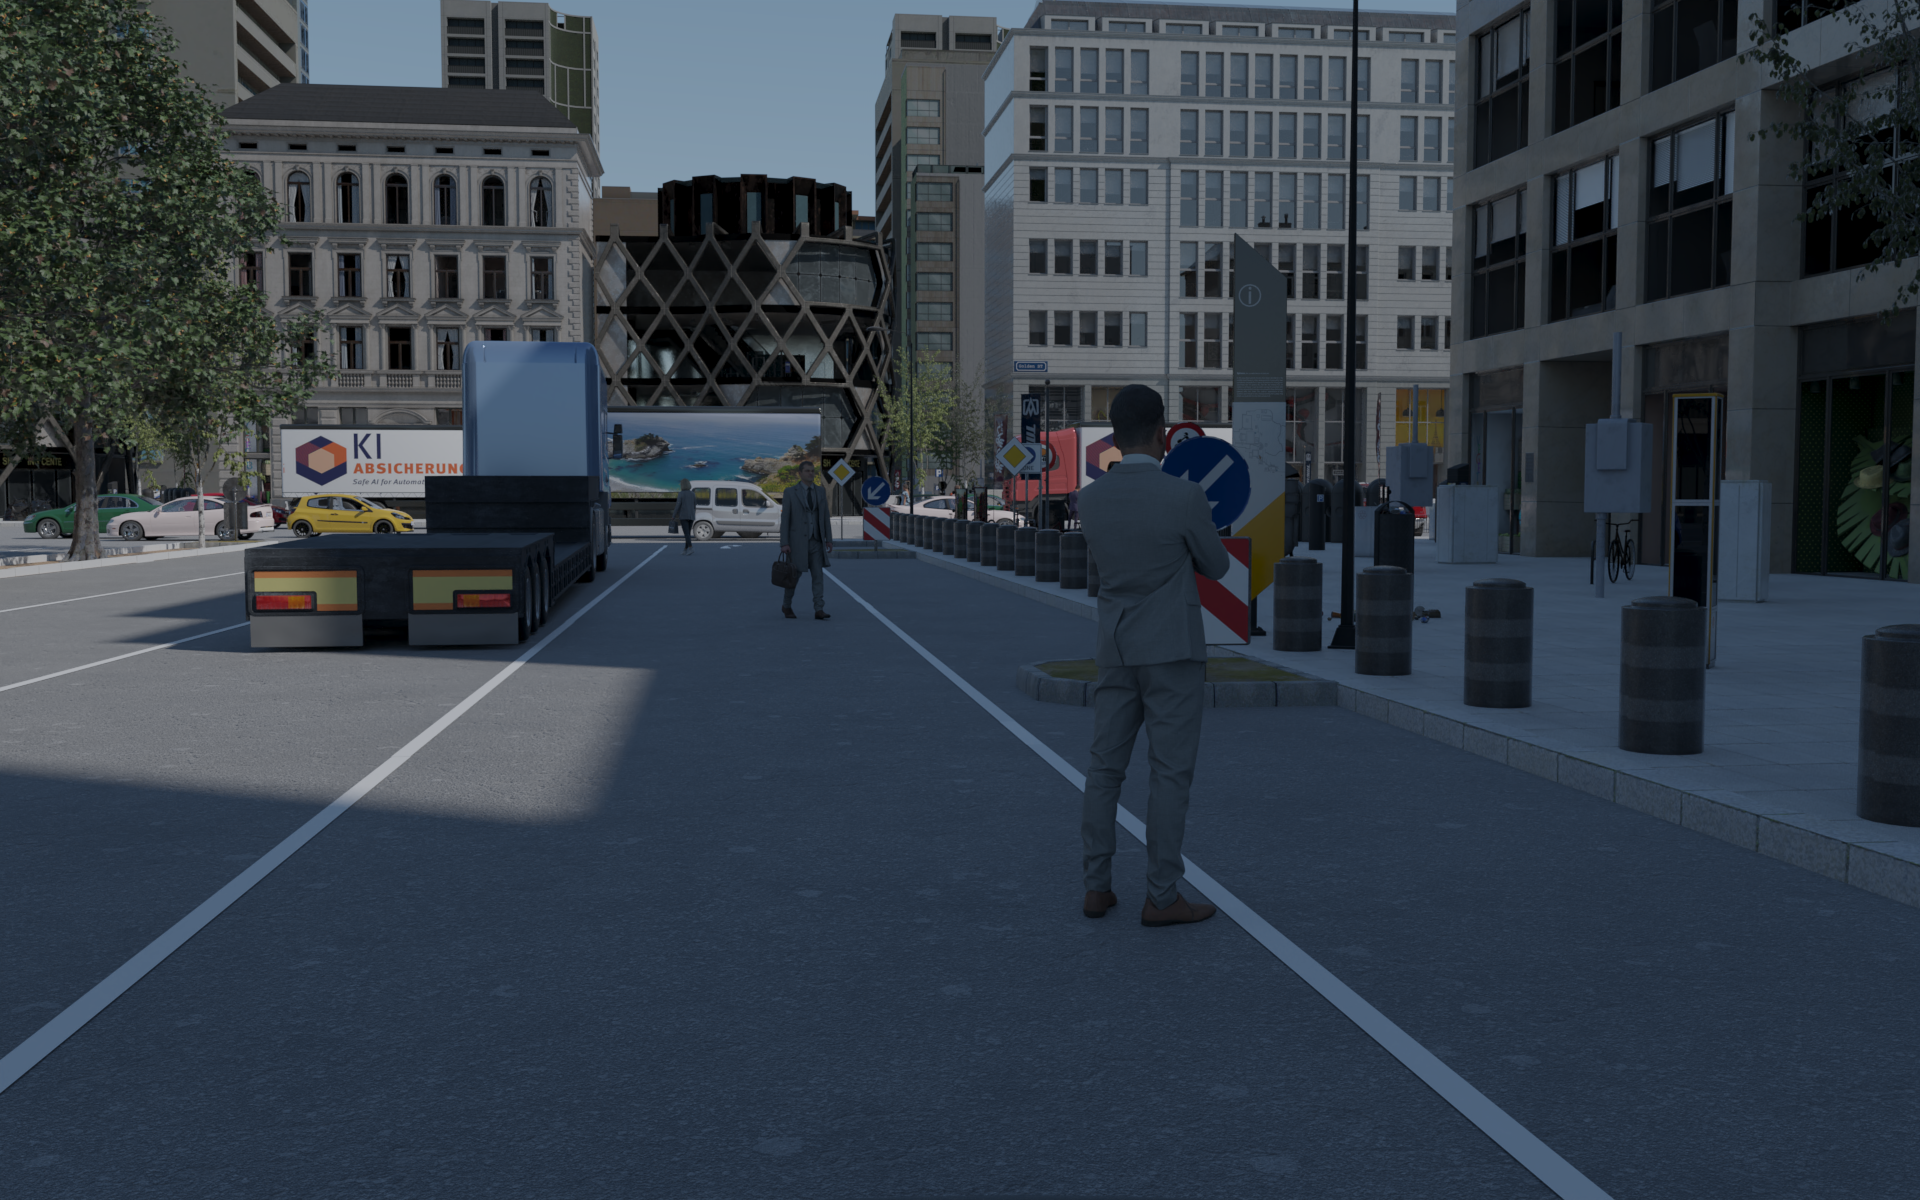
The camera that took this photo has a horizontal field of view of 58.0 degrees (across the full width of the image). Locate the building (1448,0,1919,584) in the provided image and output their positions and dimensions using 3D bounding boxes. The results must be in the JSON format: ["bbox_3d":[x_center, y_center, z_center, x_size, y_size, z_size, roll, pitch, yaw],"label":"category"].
[{"bbox_3d":[22.836,-13.369,23.093,19.350,26.468,34.151,0,4,-8],"label":"building"}]

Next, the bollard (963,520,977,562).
[{"bbox_3d":[0.327,-1.107,32.823,0.404,0.777,0.398,0,3,0],"label":"bollard"}]

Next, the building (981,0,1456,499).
[{"bbox_3d":[16.819,-19.838,101.850,29.804,29.767,11.434,0,4,-8],"label":"building"}]

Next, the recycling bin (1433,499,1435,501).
[{"bbox_3d":[25.696,-5.041,94.969,0.722,1.027,0.722,2,4,28],"label":"recycling bin"}]

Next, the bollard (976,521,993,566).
[{"bbox_3d":[0.565,-0.994,30.970,0.404,0.777,0.398,0,3,0],"label":"bollard"}]

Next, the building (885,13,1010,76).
[{"bbox_3d":[-0.247,-50.425,262.704,20.611,71.187,20.563,0,4,-8],"label":"building"}]

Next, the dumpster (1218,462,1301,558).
[{"bbox_3d":[4.754,-1.383,28.363,1.264,1.857,1.865,0,4,-8],"label":"dumpster"}]

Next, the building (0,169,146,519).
[{"bbox_3d":[-54.563,-13.946,95.477,16.811,18.784,16.820,0,4,-8],"label":"building"}]

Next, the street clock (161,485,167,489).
[{"bbox_3d":[-63.060,-8.106,137.097,0.358,2.002,0.471,3,4,37],"label":"street clock"}]

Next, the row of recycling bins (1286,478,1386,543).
[{"bbox_3d":[9.928,-2.371,45.879,3.534,1.692,1.069,3,5,42],"label":"row of recycling bins"}]

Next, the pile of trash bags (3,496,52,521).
[{"bbox_3d":[-45.079,-4.444,82.416,3.447,1.369,1.912,-2,4,-31],"label":"pile of trash bags"}]

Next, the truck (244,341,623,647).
[{"bbox_3d":[-6.658,-2.147,24.856,2.967,4.110,18.799,-1,4,-9],"label":"truck"}]

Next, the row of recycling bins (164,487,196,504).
[{"bbox_3d":[-49.173,-6.237,109.082,3.534,1.692,1.069,3,5,44],"label":"row of recycling bins"}]

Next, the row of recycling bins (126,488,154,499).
[{"bbox_3d":[-60.164,-7.253,125.695,1.069,1.692,3.534,2,4,31],"label":"row of recycling bins"}]

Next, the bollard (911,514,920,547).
[{"bbox_3d":[-0.900,-1.675,42.097,0.404,0.777,0.398,0,3,0],"label":"bollard"}]

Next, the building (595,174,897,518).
[{"bbox_3d":[-12.191,-14.291,101.111,16.811,18.784,16.820,0,4,-8],"label":"building"}]

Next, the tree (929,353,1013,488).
[{"bbox_3d":[0.543,-8.615,91.216,4.360,8.622,3.978,0,3,0],"label":"tree"}]

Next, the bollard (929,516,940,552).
[{"bbox_3d":[-0.409,-1.447,38.383,0.404,0.777,0.398,0,3,0],"label":"bollard"}]

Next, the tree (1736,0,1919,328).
[{"bbox_3d":[9.692,-4.046,16.507,4.360,8.622,3.978,0,3,0],"label":"tree"}]

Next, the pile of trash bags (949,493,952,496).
[{"bbox_3d":[-0.837,-7.641,134.688,1.912,1.369,3.447,-1,4,-11],"label":"pile of trash bags"}]

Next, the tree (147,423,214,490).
[{"bbox_3d":[-52.748,-10.195,117.056,4.360,8.622,3.978,0,3,0],"label":"tree"}]

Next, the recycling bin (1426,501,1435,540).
[{"bbox_3d":[13.504,-2.174,48.099,0.722,1.027,0.722,-1,4,-9],"label":"recycling bin"}]

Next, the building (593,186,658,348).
[{"bbox_3d":[-46.000,-36.999,255.051,14.200,45.320,14.600,0,4,-8],"label":"building"}]

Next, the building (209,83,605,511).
[{"bbox_3d":[-29.965,-16.289,95.202,19.941,23.489,11.050,0,4,-8],"label":"building"}]

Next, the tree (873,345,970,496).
[{"bbox_3d":[-2.050,-8.199,84.422,4.737,8.622,4.395,0,3,0],"label":"tree"}]

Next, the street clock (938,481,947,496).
[{"bbox_3d":[-0.982,-5.681,97.460,0.471,2.002,0.358,2,4,32],"label":"street clock"}]

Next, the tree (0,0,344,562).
[{"bbox_3d":[-18.374,-7.138,36.169,9.611,12.733,9.660,0,3,0],"label":"tree"}]

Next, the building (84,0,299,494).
[{"bbox_3d":[-69.422,-31.999,146.889,21.300,48.544,21.600,0,4,-8],"label":"building"}]

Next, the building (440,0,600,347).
[{"bbox_3d":[-64.054,-49.976,255.353,20.611,71.187,20.563,0,4,-8],"label":"building"}]

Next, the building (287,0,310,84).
[{"bbox_3d":[-79.392,-52.768,175.420,31.000,86.520,22.319,0,4,-8],"label":"building"}]

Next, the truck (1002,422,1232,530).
[{"bbox_3d":[6.698,-4.873,68.584,11.283,4.237,2.839,-1,4,-9],"label":"truck"}]

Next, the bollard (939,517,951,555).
[{"bbox_3d":[-0.165,-1.334,36.531,0.404,0.777,0.398,0,3,0],"label":"bollard"}]

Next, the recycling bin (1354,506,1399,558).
[{"bbox_3d":[8.483,-1.390,35.273,0.722,1.027,0.722,2,4,30],"label":"recycling bin"}]

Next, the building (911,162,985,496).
[{"bbox_3d":[2.370,-23.453,155.151,14.160,30.474,14.107,0,4,-8],"label":"building"}]

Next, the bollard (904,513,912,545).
[{"bbox_3d":[-1.147,-1.789,43.971,0.404,0.777,0.398,0,3,0],"label":"bollard"}]

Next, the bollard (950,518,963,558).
[{"bbox_3d":[0.079,-1.221,34.678,0.404,0.777,0.398,0,3,0],"label":"bollard"}]

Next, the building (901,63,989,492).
[{"bbox_3d":[1.125,-29.679,168.851,14.154,41.232,14.086,0,4,-8],"label":"building"}]

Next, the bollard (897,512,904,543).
[{"bbox_3d":[-1.396,-1.903,45.823,0.404,0.777,0.398,0,3,0],"label":"bollard"}]

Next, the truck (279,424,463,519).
[{"bbox_3d":[-21.779,-5.035,71.242,11.283,4.237,2.839,-1,4,-8],"label":"truck"}]

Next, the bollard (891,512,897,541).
[{"bbox_3d":[-1.641,-2.016,47.679,0.404,0.777,0.398,0,3,0],"label":"bollard"}]

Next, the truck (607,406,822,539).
[{"bbox_3d":[-10.169,-4.121,56.298,11.283,4.237,2.839,0,4,-7],"label":"truck"}]

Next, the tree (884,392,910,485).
[{"bbox_3d":[-4.771,-10.232,117.651,4.360,8.622,3.978,0,3,0],"label":"tree"}]

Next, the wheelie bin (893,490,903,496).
[{"bbox_3d":[-4.357,-7.029,122.825,0.693,1.594,0.980,-3,5,-39],"label":"wheelie bin"}]

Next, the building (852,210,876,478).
[{"bbox_3d":[-25.141,-37.123,261.582,28.867,44.769,22.147,0,4,-8],"label":"building"}]

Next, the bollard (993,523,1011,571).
[{"bbox_3d":[0.817,-0.881,29.119,0.404,0.777,0.398,0,3,0],"label":"bollard"}]

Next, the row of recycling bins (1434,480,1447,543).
[{"bbox_3d":[13.207,-2.275,44.303,1.069,1.692,3.534,-1,4,-12],"label":"row of recycling bins"}]

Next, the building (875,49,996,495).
[{"bbox_3d":[2.358,-34.460,187.126,21.300,48.544,21.600,0,4,-8],"label":"building"}]

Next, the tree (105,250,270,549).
[{"bbox_3d":[-19.183,-5.547,43.510,4.737,8.622,4.395,0,3,0],"label":"tree"}]

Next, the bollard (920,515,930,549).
[{"bbox_3d":[-0.655,-1.561,40.245,0.404,0.777,0.398,0,3,0],"label":"bollard"}]
